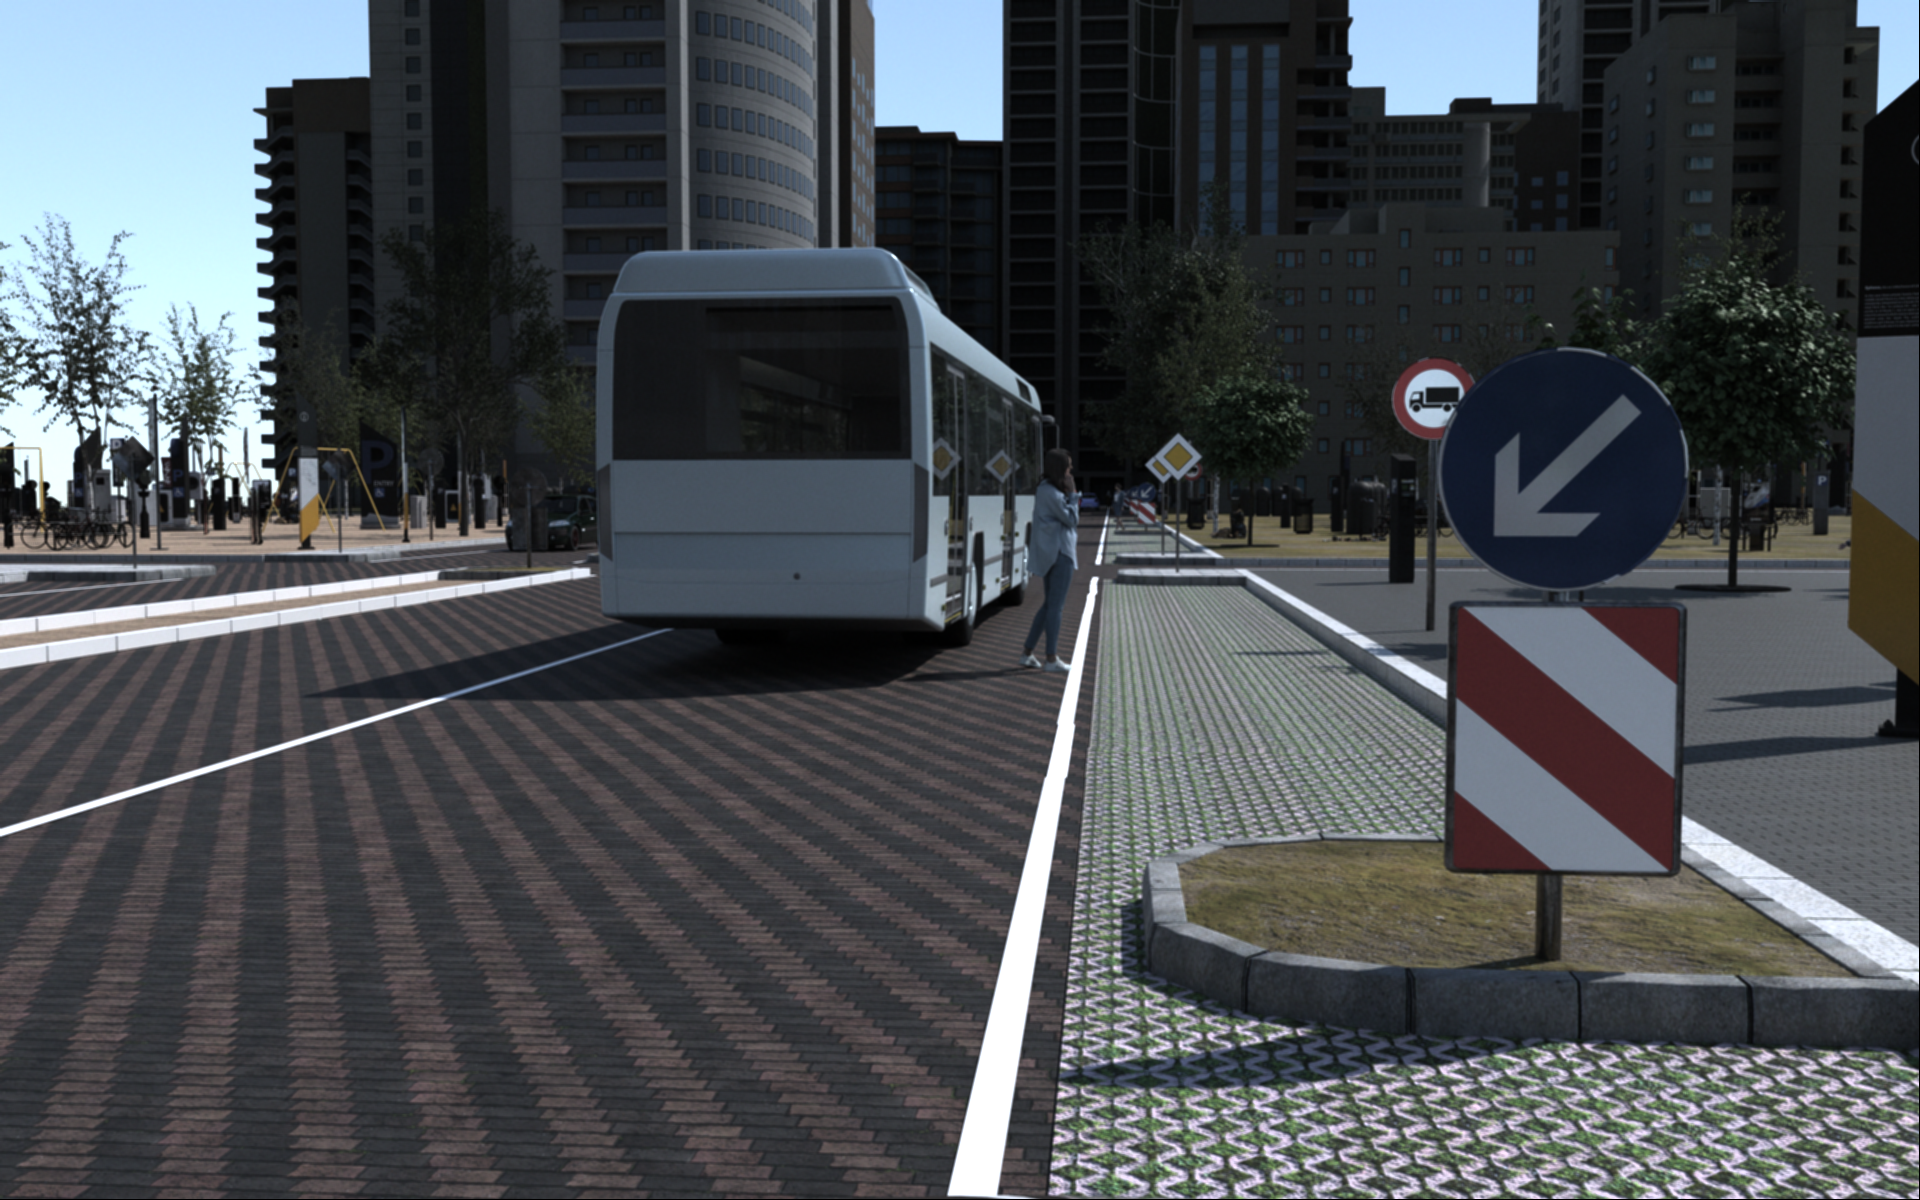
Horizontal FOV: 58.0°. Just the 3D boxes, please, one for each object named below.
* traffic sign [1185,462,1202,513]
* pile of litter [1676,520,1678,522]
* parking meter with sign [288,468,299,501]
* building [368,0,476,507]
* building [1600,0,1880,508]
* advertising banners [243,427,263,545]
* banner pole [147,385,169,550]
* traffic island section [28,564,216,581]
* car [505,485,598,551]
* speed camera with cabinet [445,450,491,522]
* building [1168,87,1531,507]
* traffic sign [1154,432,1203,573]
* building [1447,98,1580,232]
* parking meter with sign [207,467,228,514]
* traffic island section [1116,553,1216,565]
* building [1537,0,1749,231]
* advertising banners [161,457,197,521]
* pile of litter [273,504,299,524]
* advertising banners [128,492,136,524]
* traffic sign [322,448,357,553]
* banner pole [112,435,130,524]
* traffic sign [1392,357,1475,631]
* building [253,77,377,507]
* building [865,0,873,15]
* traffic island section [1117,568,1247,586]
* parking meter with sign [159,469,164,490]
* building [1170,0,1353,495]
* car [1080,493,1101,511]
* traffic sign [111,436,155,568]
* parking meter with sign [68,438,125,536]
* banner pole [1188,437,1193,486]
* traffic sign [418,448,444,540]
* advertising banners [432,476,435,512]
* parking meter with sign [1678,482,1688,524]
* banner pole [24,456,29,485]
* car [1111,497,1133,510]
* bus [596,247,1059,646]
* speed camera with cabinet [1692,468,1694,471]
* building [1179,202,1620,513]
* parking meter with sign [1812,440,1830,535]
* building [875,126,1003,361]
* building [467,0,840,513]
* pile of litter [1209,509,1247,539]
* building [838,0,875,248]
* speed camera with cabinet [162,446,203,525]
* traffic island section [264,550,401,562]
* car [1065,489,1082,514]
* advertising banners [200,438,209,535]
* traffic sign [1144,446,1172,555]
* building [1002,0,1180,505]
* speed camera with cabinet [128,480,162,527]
[{"bbox_3d":[8.648,-3.949,64.679,0.768,2.556,0.104,1,4,12],"label":"traffic sign"},{"bbox_3d":[32.476,-3.944,78.457,1.176,0.858,1.719,-1,4,-14],"label":"pile of litter"},{"bbox_3d":[-44.378,-7.296,115.545,0.543,3.016,1.738,-2,4,-31],"label":"parking meter with sign"},{"bbox_3d":[-46.664,-45.313,179.119,20.611,71.187,20.563,0,4,5],"label":"building"},{"bbox_3d":[76.042,-33.332,168.674,21.600,48.544,21.300,0,4,5],"label":"building"},{"bbox_3d":[-18.197,-2.958,44.550,0.090,3.025,2.074,-2,4,-32],"label":"advertising banners"},{"bbox_3d":[-18.600,-3.056,39.986,0.401,3.779,0.863,-3,5,-39],"label":"banner pole"},{"bbox_3d":[-14.249,-0.464,29.872,2.009,0.180,2.903,0,4,5],"label":"traffic island section"},{"bbox_3d":[-10.366,-2.141,44.792,2.009,1.686,4.222,0,4,6],"label":"car"},{"bbox_3d":[-22.242,-5.129,78.187,2.038,3.252,0.660,1,4,13],"label":"speed camera with cabinet"},{"bbox_3d":[36.684,-29.249,170.101,32.217,40.220,23.993,0,4,5],"label":"building"},{"bbox_3d":[3.550,-1.504,28.239,0.795,2.450,0.064,0,4,5],"label":"traffic sign"},{"bbox_3d":[61.577,-33.564,198.884,14.200,45.320,14.600,0,4,5],"label":"building"},{"bbox_3d":[-47.668,-7.042,111.399,1.738,3.016,0.543,2,4,34],"label":"parking meter with sign"},{"bbox_3d":[4.270,-0.856,36.269,2.009,0.180,2.903,0,4,5],"label":"traffic island section"},{"bbox_3d":[79.199,-46.579,199.816,20.611,71.187,20.563,0,4,5],"label":"building"},{"bbox_3d":[-36.547,-5.219,81.513,2.074,3.025,0.090,0,4,1],"label":"advertising banners"},{"bbox_3d":[-28.910,-3.682,74.171,1.176,0.858,1.719,0,4,6],"label":"pile of litter"},{"bbox_3d":[-34.818,-4.711,73.217,0.090,3.025,2.074,-1,4,-9],"label":"advertising banners"},{"bbox_3d":[-13.529,-2.087,37.763,0.795,2.450,0.064,0,4,5],"label":"traffic sign"},{"bbox_3d":[-35.535,-5.103,73.456,0.401,3.779,0.863,3,5,41],"label":"banner pole"},{"bbox_3d":[4.423,-0.985,16.207,0.768,2.556,0.104,1,4,12],"label":"traffic sign"},{"bbox_3d":[-64.446,-32.655,184.027,14.200,45.320,14.600,0,4,5],"label":"building"},{"bbox_3d":[-21.131,-52.706,174.415,31.000,86.520,22.319,0,4,5],"label":"building"},{"bbox_3d":[3.574,-0.369,28.314,2.009,0.180,2.903,0,4,5],"label":"traffic island section"},{"bbox_3d":[-45.277,-6.240,98.291,0.543,3.016,1.738,0,4,-3],"label":"parking meter with sign"},{"bbox_3d":[25.914,-30.659,151.388,14.600,45.320,14.200,0,4,5],"label":"building"},{"bbox_3d":[11.346,-8.699,151.812,1.945,1.707,3.694,0,4,7],"label":"car"},{"bbox_3d":[-14.225,-1.600,29.808,0.795,2.450,0.064,0,4,5],"label":"traffic sign"},{"bbox_3d":[-26.542,-3.485,53.236,0.543,3.016,1.738,1,4,23],"label":"parking meter with sign"},{"bbox_3d":[9.116,-4.797,68.447,0.401,3.779,0.863,1,4,21],"label":"banner pole"},{"bbox_3d":[-14.672,-2.929,47.999,0.768,2.556,0.104,1,4,9],"label":"traffic sign"},{"bbox_3d":[-32.665,-6.872,108.549,2.074,3.025,0.090,3,5,41],"label":"advertising banners"},{"bbox_3d":[31.781,-4.846,75.491,1.738,3.016,0.543,-1,4,-12],"label":"parking meter with sign"},{"bbox_3d":[-60.475,-7.478,112.284,0.401,3.779,0.863,-1,4,-9],"label":"banner pole"},{"bbox_3d":[14.205,-8.515,151.806,1.945,1.354,3.894,0,4,5],"label":"car"},{"bbox_3d":[-0.722,-1.514,19.618,2.948,3.499,13.247,0,4,7],"label":"bus"},{"bbox_3d":[42.447,-6.542,101.305,0.660,3.252,2.038,0,4,8],"label":"speed camera with cabinet"},{"bbox_3d":[30.712,-17.392,129.399,27.650,21.520,28.899,0,4,5],"label":"building"},{"bbox_3d":[27.241,-3.582,54.827,0.543,3.016,1.738,1,4,23],"label":"parking meter with sign"},{"bbox_3d":[-8.714,-33.921,209.237,28.867,44.769,22.147,0,4,5],"label":"building"},{"bbox_3d":[-21.445,-35.783,127.048,21.231,58.520,28.212,0,4,5],"label":"building"},{"bbox_3d":[7.797,-2.220,50.269,1.176,0.858,1.719,2,4,28],"label":"pile of litter"},{"bbox_3d":[-15.060,-30.461,148.141,14.600,45.320,14.200,0,4,5],"label":"building"},{"bbox_3d":[-32.262,-4.703,71.232,2.038,3.252,0.660,-1,4,-11],"label":"speed camera with cabinet"},{"bbox_3d":[-13.553,-0.951,37.827,2.009,0.180,2.903,0,4,5],"label":"traffic island section"},{"bbox_3d":[7.629,-7.081,124.451,2.281,1.827,5.304,0,4,3],"label":"car"},{"bbox_3d":[-23.822,-3.572,54.592,0.090,3.025,2.074,-1,4,-19],"label":"advertising banners"},{"bbox_3d":[4.246,-1.991,36.194,0.795,2.450,0.064,0,4,5],"label":"traffic sign"},{"bbox_3d":[15.845,-46.913,205.287,20.611,71.187,20.563,0,4,5],"label":"building"},{"bbox_3d":[-32.413,-4.546,68.665,0.660,3.252,2.038,-3,4,-39],"label":"speed camera with cabinet"}]
